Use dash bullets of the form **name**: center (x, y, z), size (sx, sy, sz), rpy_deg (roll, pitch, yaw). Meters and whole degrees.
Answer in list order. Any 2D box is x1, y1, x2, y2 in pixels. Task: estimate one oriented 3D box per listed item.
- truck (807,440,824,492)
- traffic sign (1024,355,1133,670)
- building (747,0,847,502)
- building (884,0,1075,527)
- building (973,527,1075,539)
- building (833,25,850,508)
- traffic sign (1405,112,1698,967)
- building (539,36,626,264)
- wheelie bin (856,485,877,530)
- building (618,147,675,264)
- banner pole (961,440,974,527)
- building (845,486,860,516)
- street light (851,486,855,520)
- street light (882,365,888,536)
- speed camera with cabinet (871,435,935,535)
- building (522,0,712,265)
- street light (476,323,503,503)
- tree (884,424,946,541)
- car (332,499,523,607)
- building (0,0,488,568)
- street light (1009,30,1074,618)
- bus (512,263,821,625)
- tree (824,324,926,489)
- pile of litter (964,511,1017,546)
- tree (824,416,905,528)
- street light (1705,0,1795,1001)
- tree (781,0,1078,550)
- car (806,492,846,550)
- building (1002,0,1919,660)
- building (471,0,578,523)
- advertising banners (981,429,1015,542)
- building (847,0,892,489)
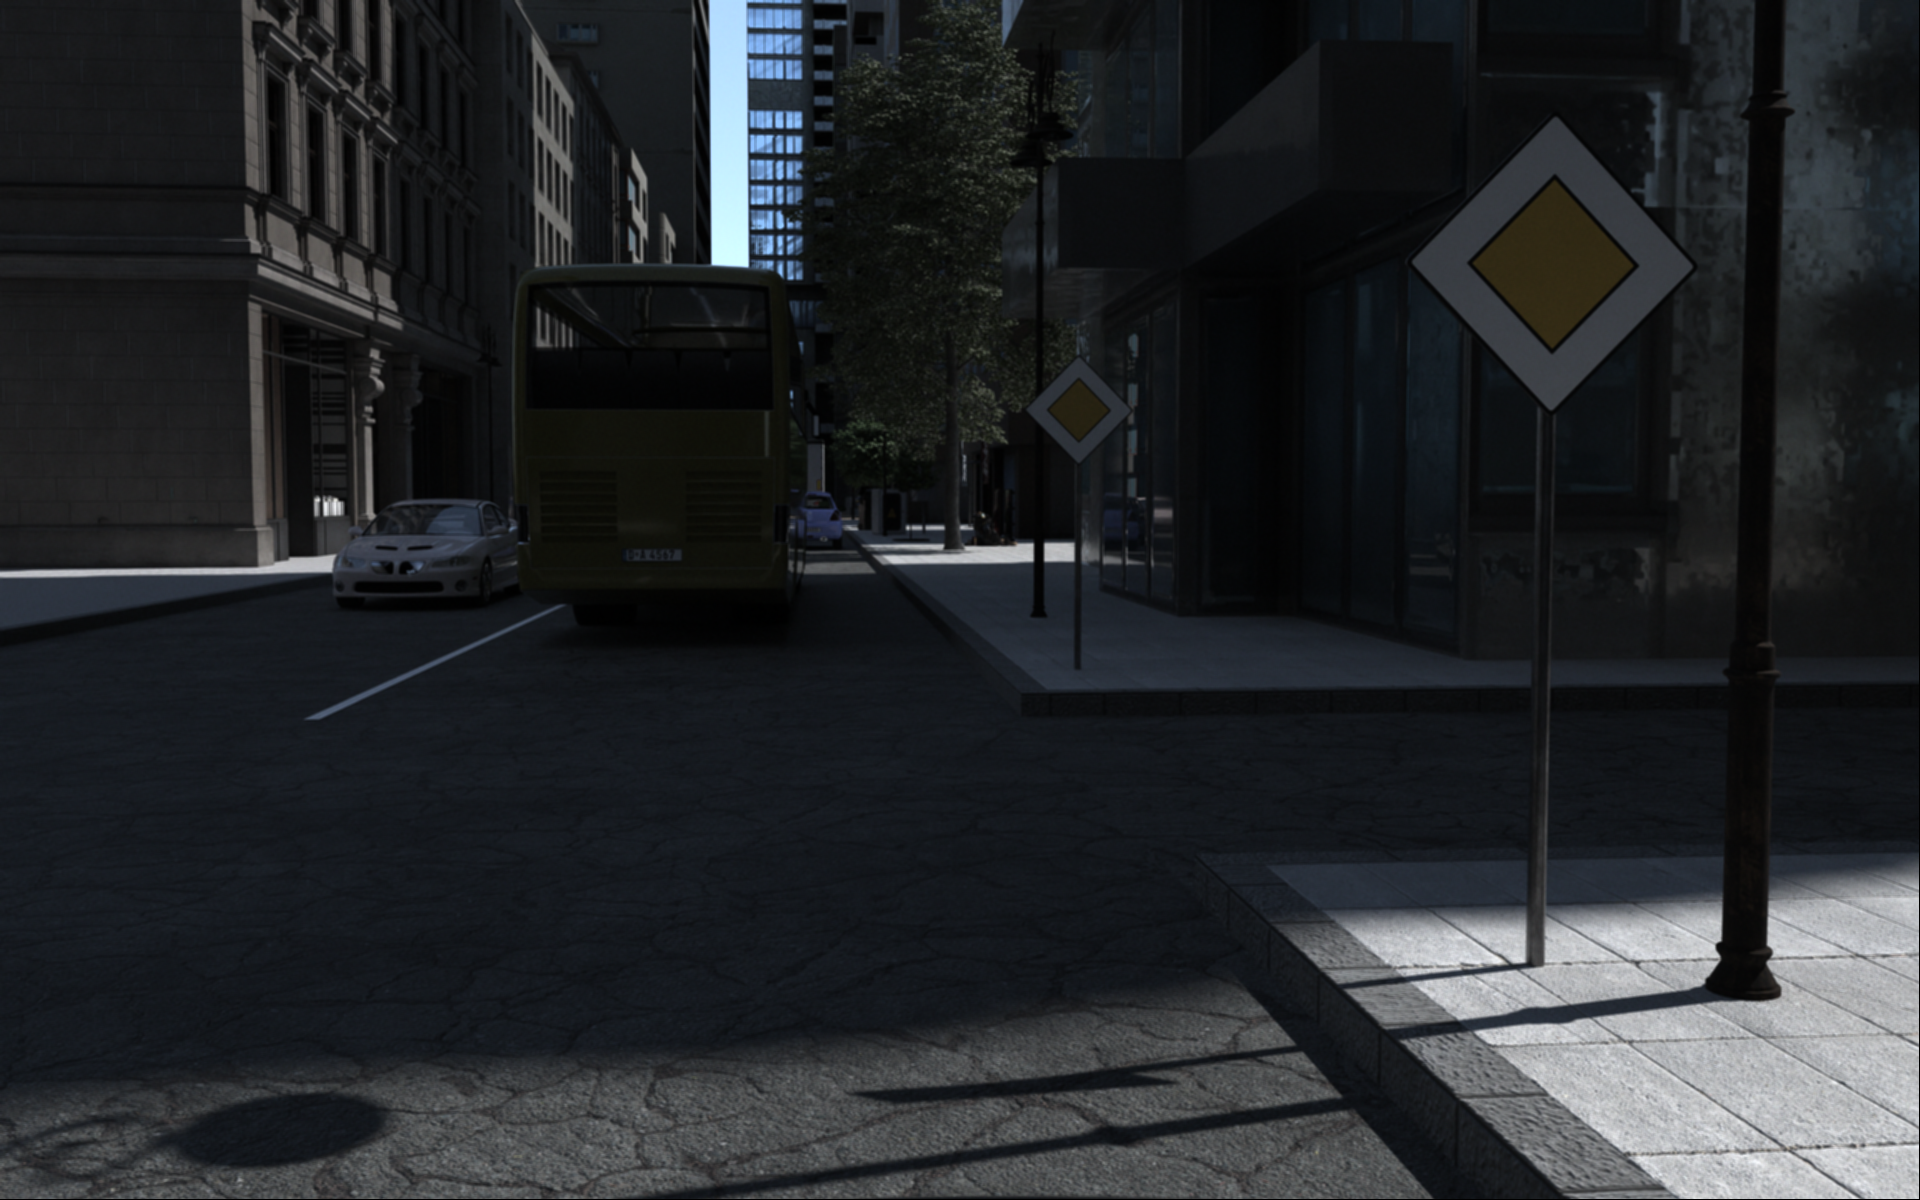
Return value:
- **truck**: center (-8.884, -6.464, 94.596), size (2.839, 4.237, 11.283), rpy_deg (0, 4, -7)
- **traffic sign**: center (0.857, -0.548, 12.609), size (0.795, 2.450, 0.064), rpy_deg (0, 4, -5)
- **building**: center (-10.271, -53.097, 180.805), size (31.000, 86.520, 22.319), rpy_deg (0, 4, -5)
- **building**: center (3.679, -26.329, 80.594), size (14.600, 45.320, 14.200), rpy_deg (0, 4, -5)
- **building**: center (7.604, -24.769, 55.078), size (14.600, 45.320, 14.200), rpy_deg (0, 4, -5)
- **building**: center (-4.331, -28.873, 155.669), size (14.154, 41.232, 14.086), rpy_deg (0, 4, -5)
- **traffic sign**: center (1.564, -0.062, 4.655), size (0.795, 2.450, 0.064), rpy_deg (0, 4, -5)
- **building**: center (-20.619, -13.915, 76.667), size (9.793, 20.994, 18.267), rpy_deg (0, 4, -5)
- **wheelie bin**: center (-3.219, -3.296, 61.798), size (0.980, 1.594, 0.693), rpy_deg (-2, 4, -32)
- **building**: center (-31.396, -15.582, 99.806), size (27.650, 21.520, 28.899), rpy_deg (0, 4, -5)
- **banner pole**: center (0.251, -4.676, 66.475), size (0.401, 3.779, 0.863), rpy_deg (2, 4, 31)
- **building**: center (8.902, -25.581, 110.130), size (32.217, 40.220, 23.993), rpy_deg (0, 4, -5)
- **street light**: center (-5.387, -6.992, 87.109), size (0.468, 5.910, 1.993), rpy_deg (0, 4, -5)
- **street light**: center (-2.288, -4.887, 52.688), size (0.468, 5.910, 1.993), rpy_deg (0, 4, -5)
- **speed camera with cabinet**: center (-1.806, -3.735, 55.405), size (2.038, 3.252, 0.660), rpy_deg (-2, 4, -29)
- **building**: center (-29.209, -30.628, 124.476), size (21.300, 48.544, 21.600), rpy_deg (0, 4, -5)
- **street light**: center (-12.738, -4.540, 47.017), size (0.468, 5.910, 1.993), rpy_deg (0, 4, -5)
- **tree**: center (-1.433, -3.216, 47.178), size (1.663, 3.219, 1.824), rpy_deg (0, 3, 0)
- **car**: center (-7.070, -0.679, 23.458), size (2.083, 1.381, 4.827), rpy_deg (0, 4, -5)
- **building**: center (-16.811, -10.992, 30.630), size (10.553, 20.767, 40.483), rpy_deg (0, 4, -5)
- **street light**: center (0.823, -2.759, 17.903), size (0.468, 5.910, 1.993), rpy_deg (0, 4, -5)
- **bus**: center (-3.263, -1.856, 21.900), size (2.896, 3.916, 12.252), rpy_deg (0, 4, -4)
- **tree**: center (-3.350, -7.395, 71.263), size (4.360, 8.622, 3.978), rpy_deg (0, 3, 0)
- **pile of litter**: center (0.714, -1.789, 43.222), size (1.176, 0.858, 1.719), rpy_deg (-2, 4, -30)
- **tree**: center (-3.549, -5.058, 66.418), size (4.285, 4.588, 4.351), rpy_deg (0, 3, 0)
- **street light**: center (2.022, -1.927, 4.294), size (0.468, 5.910, 1.993), rpy_deg (0, 4, -5)
- **tree**: center (-0.164, -7.396, 39.056), size (7.486, 12.596, 7.792), rpy_deg (0, 3, 0)
- **car**: center (-3.988, -2.226, 45.981), size (1.945, 1.707, 3.694), rpy_deg (0, 4, -5)
- **building**: center (15.745, -24.640, 22.473), size (30.456, 49.044, 23.786), rpy_deg (0, 4, -5)
- **building**: center (-19.419, -12.504, 59.194), size (10.420, 20.320, 16.860), rpy_deg (0, 4, -5)
- **advertising banners**: center (0.992, -3.066, 46.317), size (0.090, 3.025, 2.074), rpy_deg (-1, 4, -23)
- **building**: center (4.930, -33.399, 135.305), size (28.713, 52.752, 27.495), rpy_deg (0, 4, -5)
